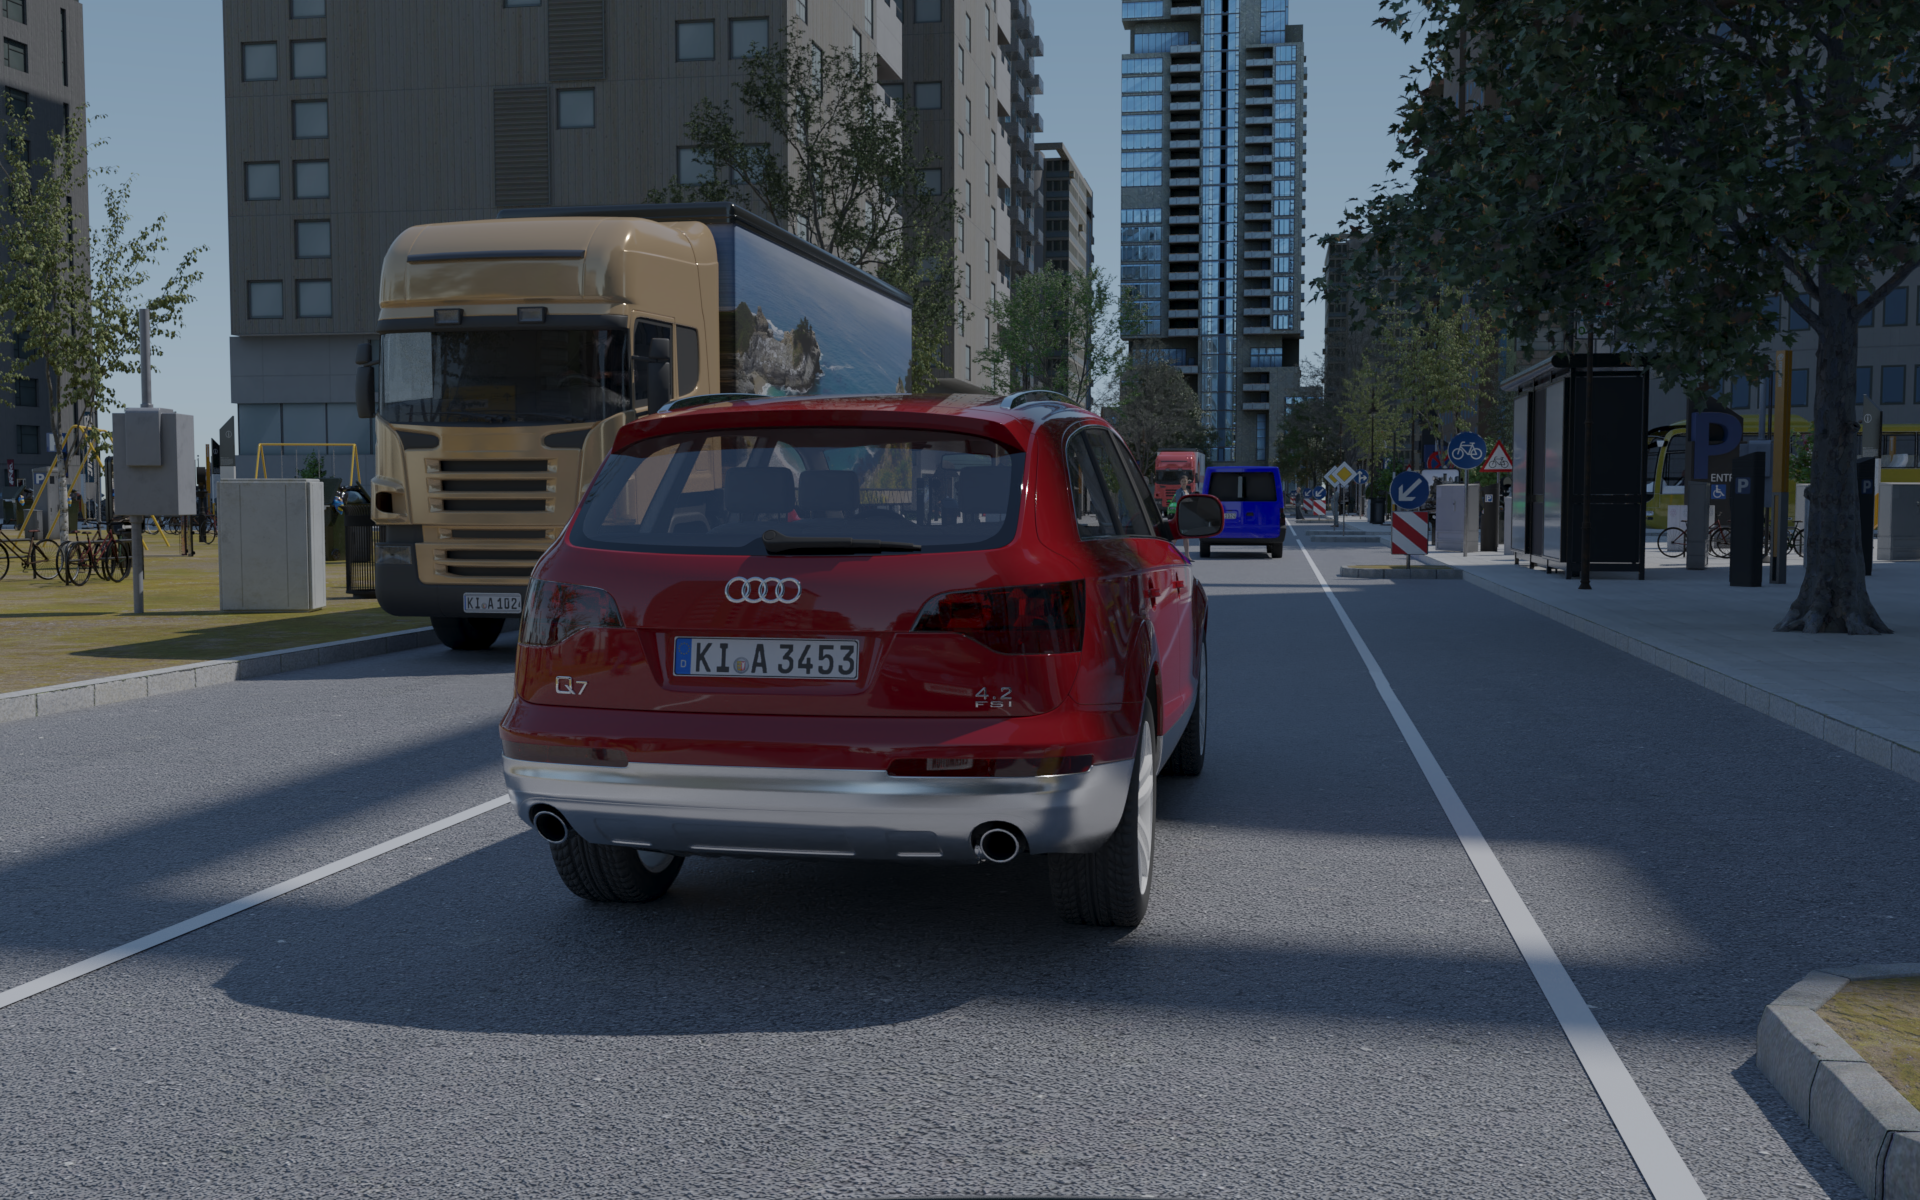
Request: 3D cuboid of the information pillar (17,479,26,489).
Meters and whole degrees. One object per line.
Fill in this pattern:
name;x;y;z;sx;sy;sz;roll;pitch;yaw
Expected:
information pillar;-45.444;-4.857;83.903;0.304;2.012;0.304;-1;4;-13

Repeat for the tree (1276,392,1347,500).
tree;35.566;-15.169;173.760;9.928;11.665;9.643;0;3;0

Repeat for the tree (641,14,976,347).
tree;-3.420;-6.143;34.856;8.767;10.594;7.601;1;4;19

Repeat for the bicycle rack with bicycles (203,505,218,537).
bicycle rack with bicycles;-17.658;-1.895;44.360;2.925;0.926;2.852;3;4;39

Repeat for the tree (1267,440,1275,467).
tree;41.172;-17.651;205.607;9.611;12.733;9.660;0;3;0

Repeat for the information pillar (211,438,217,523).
information pillar;-31.028;-4.954;72.360;0.183;3.616;0.504;2;4;31

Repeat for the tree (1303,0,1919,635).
tree;8.066;-6.049;15.903;9.611;12.733;9.660;0;3;0

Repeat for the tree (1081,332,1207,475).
tree;13.781;-13.487;130.877;12.009;13.543;11.850;0;3;0

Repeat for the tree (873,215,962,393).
tree;-1.773;-5.818;45.482;4.737;8.622;4.395;0;3;0

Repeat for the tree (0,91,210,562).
tree;-16.728;-5.027;32.552;4.737;8.622;4.395;0;3;0

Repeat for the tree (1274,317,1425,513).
tree;26.637;-12.693;117.898;12.009;13.543;11.850;0;3;0

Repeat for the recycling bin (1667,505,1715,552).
recycling bin;16.367;-1.605;38.795;0.722;1.027;0.722;-2;4;-29

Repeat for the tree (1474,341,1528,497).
tree;26.107;-8.033;81.703;4.360;8.622;3.978;0;3;0

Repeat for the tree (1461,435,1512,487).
tree;29.468;-6.891;96.374;4.285;4.588;4.351;0;3;0

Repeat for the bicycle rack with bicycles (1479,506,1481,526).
bicycle rack with bicycles;23.864;-3.890;76.987;2.852;0.926;2.925;2;4;27

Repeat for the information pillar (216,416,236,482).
information pillar;-21.888;-3.698;51.823;0.504;3.616;0.183;1;4;14

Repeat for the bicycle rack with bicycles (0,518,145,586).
bicycle rack with bicycles;-13.094;-0.731;25.337;2.852;0.926;2.925;1;4;9

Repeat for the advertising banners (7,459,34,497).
advertising banners;-46.881;-5.524;86.512;2.074;3.025;0.090;2;4;27

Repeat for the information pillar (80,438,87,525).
information pillar;-36.215;-4.904;71.528;0.183;3.616;0.504;-3;4;-38

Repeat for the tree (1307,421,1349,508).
tree;35.083;-13.118;164.848;4.360;8.622;3.978;0;3;0

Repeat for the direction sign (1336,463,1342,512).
direction sign;27.823;-8.242;126.752;0.379;3.537;0.876;-2;4;-33

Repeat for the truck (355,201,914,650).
truck;-2.922;-1.846;19.095;2.839;4.237;11.283;1;4;11

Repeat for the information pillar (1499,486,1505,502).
information pillar;28.297;-5.264;90.553;0.304;2.012;0.304;0;4;5

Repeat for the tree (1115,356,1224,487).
tree;16.436;-13.855;143.533;9.611;12.733;9.660;0;3;0

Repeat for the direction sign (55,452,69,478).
direction sign;-43.362;-5.608;83.683;0.379;3.537;0.876;0;4;8

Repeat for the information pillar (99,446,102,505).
information pillar;-42.424;-5.751;85.377;0.183;3.616;0.504;-3;4;-38

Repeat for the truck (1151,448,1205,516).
truck;13.771;-7.314;108.504;2.839;4.237;11.283;1;4;11

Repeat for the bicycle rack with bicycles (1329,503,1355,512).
bicycle rack with bicycles;27.927;-6.781;124.246;2.925;0.926;2.852;-3;5;-44

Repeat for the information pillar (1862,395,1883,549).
information pillar;21.384;-3.017;40.679;0.183;3.616;0.504;-1;4;-21

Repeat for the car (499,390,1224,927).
car;-0.055;0.076;7.423;2.281;1.827;5.304;1;4;11

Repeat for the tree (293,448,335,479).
tree;-26.937;-4.768;72.554;1.663;3.219;1.824;0;3;0

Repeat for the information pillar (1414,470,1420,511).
information pillar;14.127;-2.982;53.243;0.304;2.012;0.304;-2;4;-27

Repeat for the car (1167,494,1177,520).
car;12.450;-5.303;95.505;1.959;1.807;4.718;1;4;12

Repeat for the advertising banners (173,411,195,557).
advertising banners;-16.229;-2.444;36.152;0.090;3.025;2.074;-2;4;-33

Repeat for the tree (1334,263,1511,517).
tree;13.217;-5.947;47.593;4.737;8.622;4.395;0;3;0

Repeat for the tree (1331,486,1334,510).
tree;30.937;-9.029;142.218;1.663;3.219;1.824;0;3;0

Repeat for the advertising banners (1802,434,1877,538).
advertising banners;25.118;-3.261;49.513;2.074;3.025;0.090;3;5;43

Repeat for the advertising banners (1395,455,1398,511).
advertising banners;19.289;-4.913;76.510;0.090;3.025;2.074;1;4;17

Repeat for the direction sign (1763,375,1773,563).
direction sign;15.031;-2.458;32.193;0.379;3.537;0.876;1;4;23

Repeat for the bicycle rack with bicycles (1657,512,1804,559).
bicycle rack with bicycles;15.924;-1.318;34.926;2.925;0.926;2.852;3;5;40

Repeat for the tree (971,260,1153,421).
tree;4.327;-9.171;75.709;9.928;11.665;9.643;0;3;0

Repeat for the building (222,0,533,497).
building;-18.359;-30.600;89.556;28.713;52.752;27.495;1;4;10

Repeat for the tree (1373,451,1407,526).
tree;17.765;-4.642;70.492;1.663;3.219;1.824;0;3;0

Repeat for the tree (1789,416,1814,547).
tree;20.885;-2.912;42.214;1.663;3.219;1.824;0;3;0

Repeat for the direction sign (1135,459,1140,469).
direction sign;11.413;-7.439;113.627;0.876;3.537;0.379;3;4;38

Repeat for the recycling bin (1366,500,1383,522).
recycling bin;19.099;-4.105;79.678;0.722;1.027;0.722;1;4;9

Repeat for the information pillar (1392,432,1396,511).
information pillar;16.445;-4.542;65.619;0.183;3.616;0.504;1;4;15
